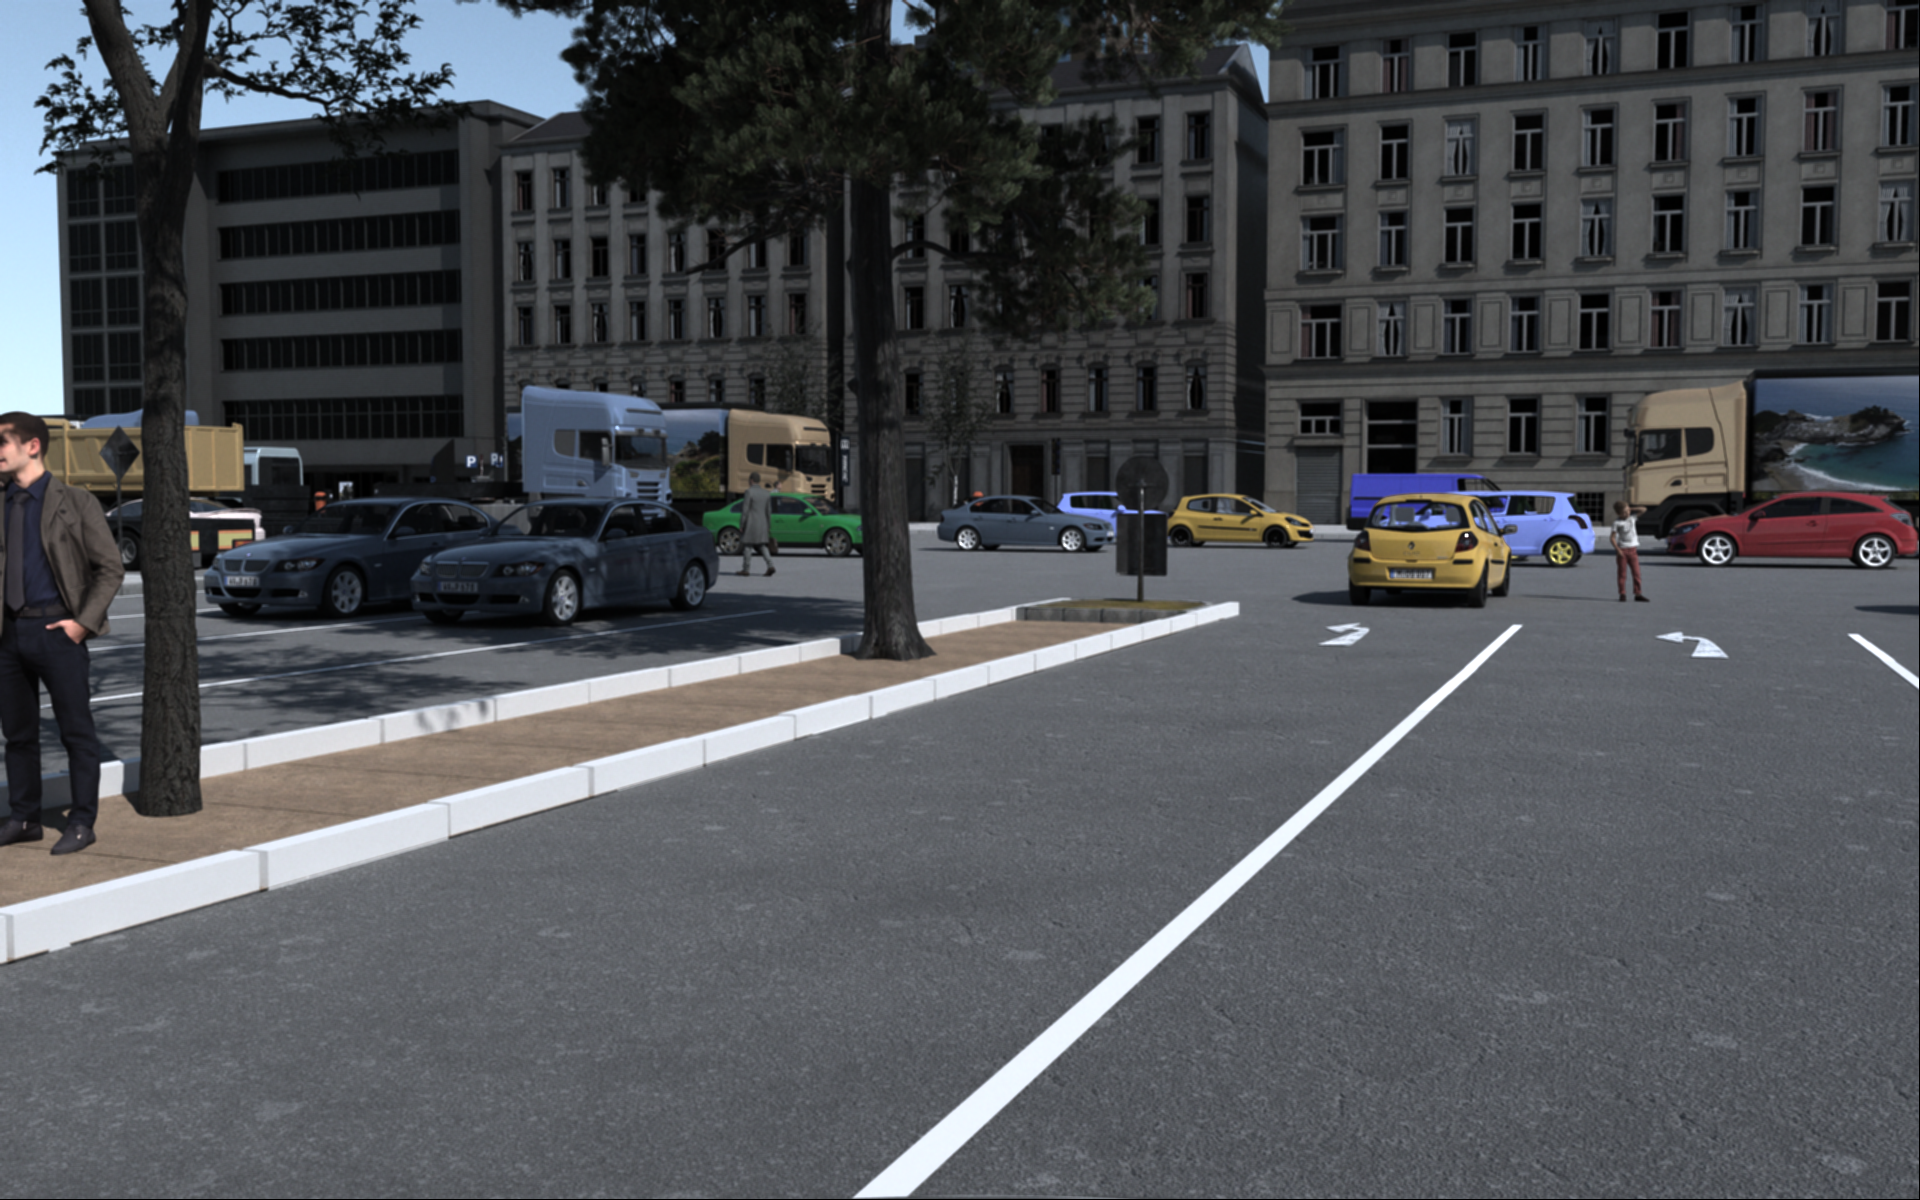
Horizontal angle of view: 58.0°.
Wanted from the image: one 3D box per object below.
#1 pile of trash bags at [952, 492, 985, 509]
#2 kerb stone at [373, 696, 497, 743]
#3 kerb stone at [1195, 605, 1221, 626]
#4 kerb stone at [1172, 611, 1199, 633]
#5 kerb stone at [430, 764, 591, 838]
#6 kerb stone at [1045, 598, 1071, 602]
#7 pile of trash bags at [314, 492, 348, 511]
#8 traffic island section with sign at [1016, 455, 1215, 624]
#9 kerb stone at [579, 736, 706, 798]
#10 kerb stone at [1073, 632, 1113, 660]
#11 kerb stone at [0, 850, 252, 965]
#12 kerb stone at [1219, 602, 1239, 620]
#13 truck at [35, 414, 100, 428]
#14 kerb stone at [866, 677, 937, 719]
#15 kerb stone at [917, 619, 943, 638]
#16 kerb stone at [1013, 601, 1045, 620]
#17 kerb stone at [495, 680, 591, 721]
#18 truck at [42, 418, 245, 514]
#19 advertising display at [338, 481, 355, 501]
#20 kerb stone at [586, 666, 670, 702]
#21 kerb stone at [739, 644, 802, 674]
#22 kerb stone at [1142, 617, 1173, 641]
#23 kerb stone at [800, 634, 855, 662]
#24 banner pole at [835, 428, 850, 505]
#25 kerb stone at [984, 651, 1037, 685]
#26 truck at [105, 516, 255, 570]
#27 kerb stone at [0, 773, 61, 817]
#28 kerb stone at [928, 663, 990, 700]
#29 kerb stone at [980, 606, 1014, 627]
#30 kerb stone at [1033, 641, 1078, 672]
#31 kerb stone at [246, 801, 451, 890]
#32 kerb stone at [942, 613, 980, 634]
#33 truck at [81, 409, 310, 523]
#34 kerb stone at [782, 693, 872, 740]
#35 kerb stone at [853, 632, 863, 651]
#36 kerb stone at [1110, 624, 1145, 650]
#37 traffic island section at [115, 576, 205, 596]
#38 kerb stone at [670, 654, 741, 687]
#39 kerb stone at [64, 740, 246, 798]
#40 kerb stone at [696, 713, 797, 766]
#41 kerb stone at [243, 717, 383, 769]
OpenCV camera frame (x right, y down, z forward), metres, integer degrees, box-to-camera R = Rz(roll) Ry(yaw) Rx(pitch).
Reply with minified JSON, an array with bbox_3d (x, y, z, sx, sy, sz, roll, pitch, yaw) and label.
[{"bbox_3d":[0.592,-3.361,64.704,1.912,1.369,3.447,0,4,-4],"label":"pile of trash bags"},{"bbox_3d":[-3.157,0.722,10.387,0.120,0.150,1.000,1,4,22],"label":"kerb stone"},{"bbox_3d":[2.687,0.185,19.170,0.120,0.150,1.000,1,4,22],"label":"kerb stone"},{"bbox_3d":[2.300,0.252,18.218,0.120,0.150,1.000,1,4,22],"label":"kerb stone"},{"bbox_3d":[-1.990,0.891,7.697,0.120,0.150,1.000,1,4,22],"label":"kerb stone"},{"bbox_3d":[1.120,0.082,20.887,0.120,0.150,1.000,1,4,22],"label":"kerb stone"},{"bbox_3d":[-27.559,-4.080,76.455,1.912,1.369,3.447,0,4,5],"label":"pile of trash bags"},{"bbox_3d":[1.923,-0.727,20.021,2.006,1.907,1.989,1,4,22],"label":"traffic island section with sign"},{"bbox_3d":[-1.593,0.831,8.657,0.120,0.150,1.000,1,4,22],"label":"kerb stone"},{"bbox_3d":[1.131,0.418,15.355,0.120,0.150,1.000,1,4,22],"label":"kerb stone"},{"bbox_3d":[-2.762,1.008,5.785,0.120,0.150,1.000,1,4,22],"label":"kerb stone"},{"bbox_3d":[3.069,0.128,20.125,0.120,0.150,1.000,1,4,22],"label":"kerb stone"},{"bbox_3d":[-35.728,-4.598,64.083,11.283,4.237,2.839,1,4,21],"label":"truck"},{"bbox_3d":[-0.422,0.656,11.526,0.120,0.150,1.000,1,4,22],"label":"kerb stone"},{"bbox_3d":[-0.440,0.313,17.071,0.120,0.150,1.000,1,4,22],"label":"kerb stone"},{"bbox_3d":[0.729,0.139,19.932,0.120,0.150,1.000,1,4,22],"label":"kerb stone"},{"bbox_3d":[-2.769,0.664,11.343,0.120,0.150,1.000,1,4,22],"label":"kerb stone"},{"bbox_3d":[-22.230,-2.868,42.822,9.791,3.379,3.469,2,4,24],"label":"truck"},{"bbox_3d":[-30.225,-4.904,85.388,0.974,1.923,0.123,2,4,25],"label":"advertising display"},{"bbox_3d":[-2.393,0.605,12.300,0.120,0.150,1.000,1,4,22],"label":"kerb stone"},{"bbox_3d":[-1.601,0.489,14.203,0.120,0.150,1.000,1,4,22],"label":"kerb stone"},{"bbox_3d":[1.908,0.301,17.266,0.120,0.150,1.000,1,4,22],"label":"kerb stone"},{"bbox_3d":[-1.216,0.434,15.157,0.120,0.150,1.000,1,4,22],"label":"kerb stone"},{"bbox_3d":[-4.501,-4.648,66.010,0.863,3.779,0.401,-3,5,-43],"label":"banner pole"},{"bbox_3d":[0.351,0.536,13.437,0.120,0.150,1.000,1,4,22],"label":"kerb stone"},{"bbox_3d":[-23.002,-2.830,36.024,18.799,4.110,2.967,1,4,21],"label":"truck"},{"bbox_3d":[-4.321,0.902,7.527,0.120,0.150,1.000,1,4,22],"label":"kerb stone"},{"bbox_3d":[-0.035,0.594,12.479,0.120,0.150,1.000,1,4,22],"label":"kerb stone"},{"bbox_3d":[0.335,0.205,18.977,0.120,0.150,1.000,1,4,22],"label":"kerb stone"},{"bbox_3d":[0.743,0.477,14.397,0.120,0.150,1.000,1,4,22],"label":"kerb stone"},{"bbox_3d":[-2.366,0.951,6.740,0.120,0.150,1.000,1,4,22],"label":"kerb stone"},{"bbox_3d":[-0.055,0.255,18.025,0.120,0.150,1.000,1,4,22],"label":"kerb stone"},{"bbox_3d":[-19.612,-3.866,52.974,18.799,4.110,2.967,1,4,21],"label":"truck"},{"bbox_3d":[-0.821,0.711,10.565,0.120,0.150,1.000,1,4,22],"label":"kerb stone"},{"bbox_3d":[-0.831,0.373,16.110,0.120,0.150,1.000,1,4,22],"label":"kerb stone"},{"bbox_3d":[1.521,0.360,16.314,0.120,0.150,1.000,1,4,22],"label":"kerb stone"},{"bbox_3d":[-12.396,-0.201,25.568,2.009,0.180,2.903,1,4,22],"label":"traffic island section"},{"bbox_3d":[-1.993,0.550,13.248,0.120,0.150,1.000,1,4,22],"label":"kerb stone"},{"bbox_3d":[-3.934,0.839,8.480,0.120,0.150,1.000,1,4,22],"label":"kerb stone"},{"bbox_3d":[-1.206,0.779,9.612,0.120,0.150,1.000,1,4,22],"label":"kerb stone"},{"bbox_3d":[-3.550,0.784,9.436,0.120,0.150,1.000,1,4,22],"label":"kerb stone"}]
